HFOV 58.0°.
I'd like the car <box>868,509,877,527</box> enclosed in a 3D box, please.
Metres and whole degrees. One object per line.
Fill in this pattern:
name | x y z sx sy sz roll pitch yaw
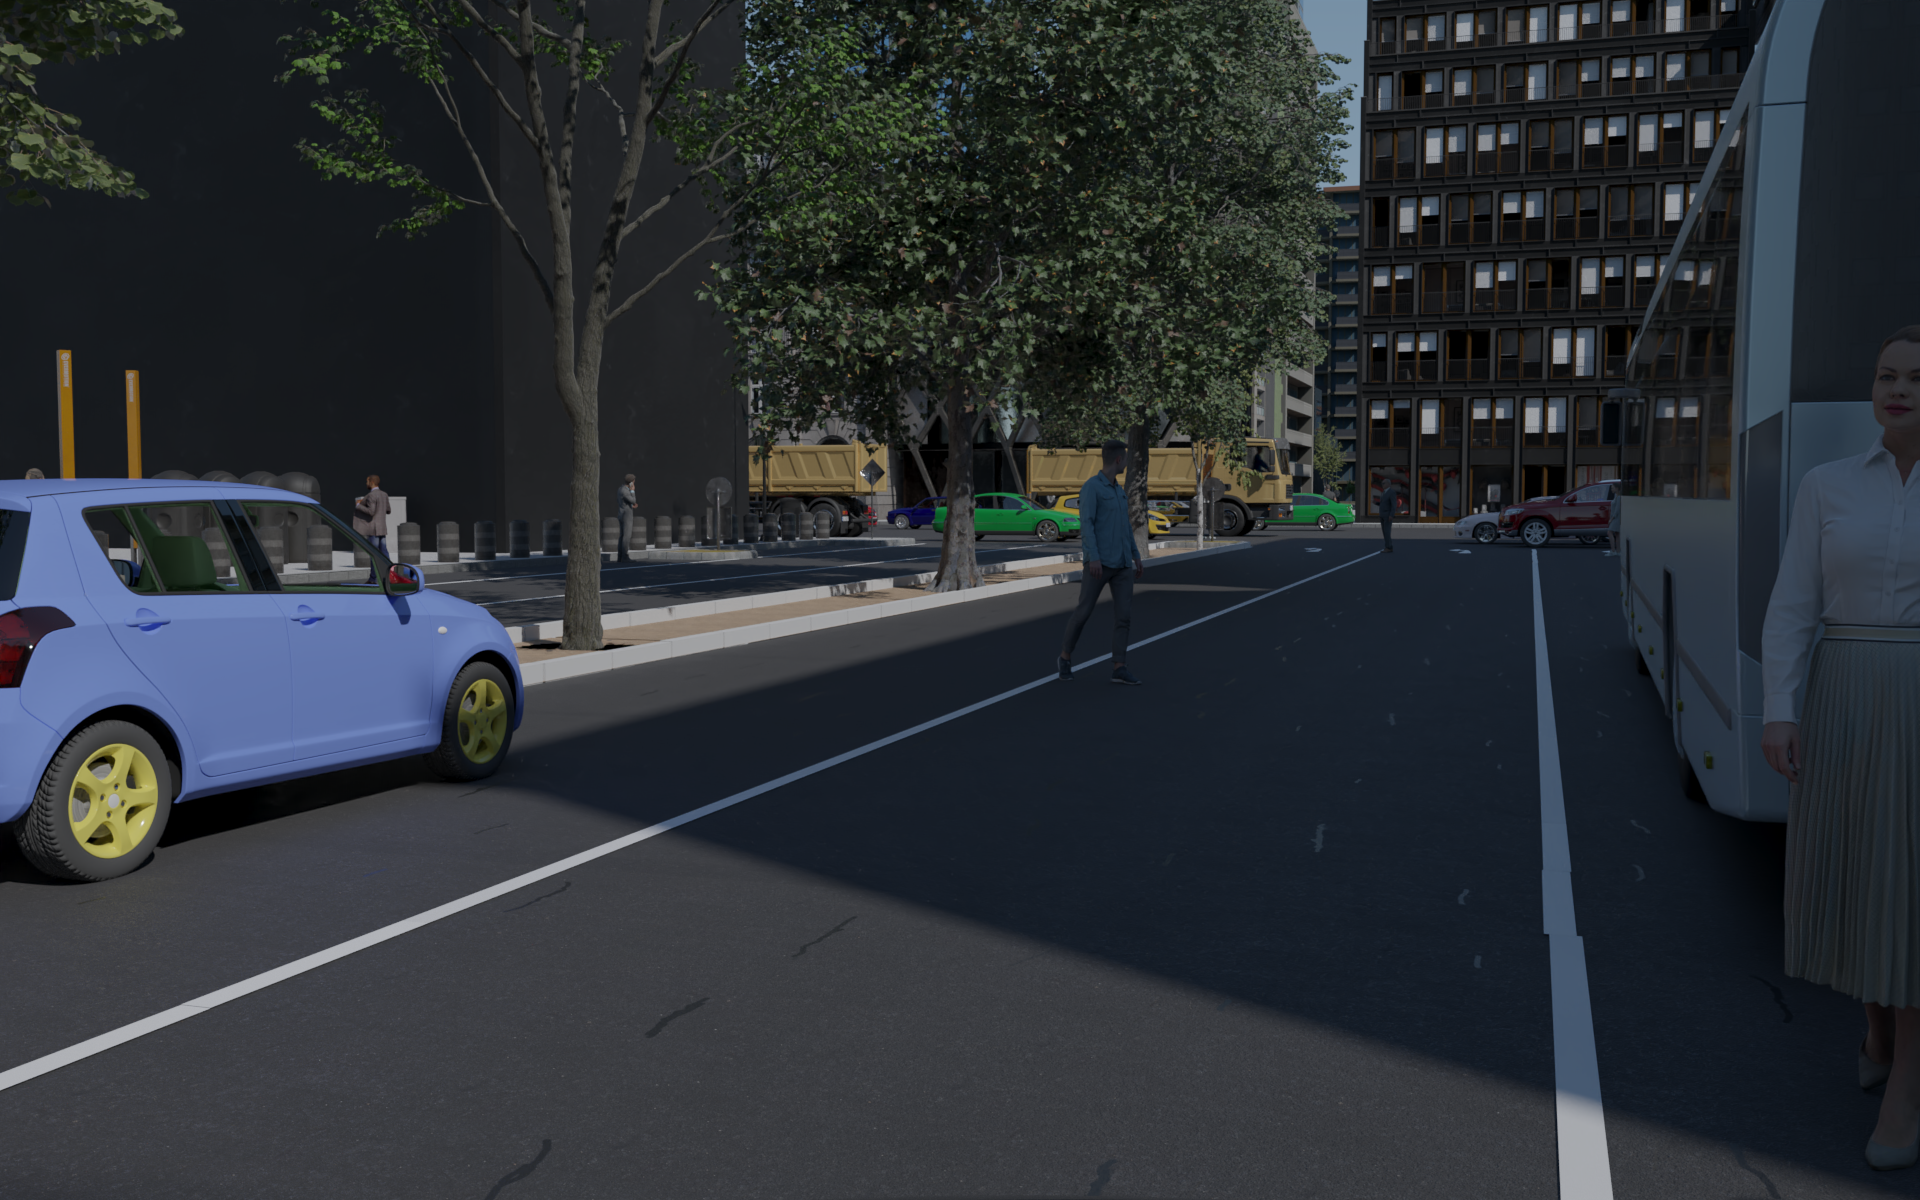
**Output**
car | -5.344 -3.492 66.130 4.494 1.783 2.155 1 4 16

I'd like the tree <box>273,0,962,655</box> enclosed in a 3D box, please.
tree | -3.414 -5.335 15.435 9.928 11.665 9.643 0 3 0

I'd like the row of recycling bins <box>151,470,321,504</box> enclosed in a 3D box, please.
row of recycling bins | -12.941 -1.471 31.156 1.069 1.692 3.534 2 4 25

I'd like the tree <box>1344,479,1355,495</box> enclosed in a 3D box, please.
tree | 45.418 -12.689 202.060 1.663 3.219 1.824 0 3 0

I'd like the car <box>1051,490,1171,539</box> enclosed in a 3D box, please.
car | 4.701 -2.747 55.143 3.980 1.641 2.015 1 4 20

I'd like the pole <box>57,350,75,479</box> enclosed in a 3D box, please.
pole | -12.708 -1.885 24.656 0.158 3.312 0.155 0 3 0

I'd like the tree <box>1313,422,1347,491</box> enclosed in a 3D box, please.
tree | 37.361 -13.851 176.819 4.737 8.622 4.395 0 3 0

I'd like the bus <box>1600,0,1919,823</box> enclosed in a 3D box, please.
bus | 5.620 -0.971 10.728 2.948 3.499 13.247 1 4 19

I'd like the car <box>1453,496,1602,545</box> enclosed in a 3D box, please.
car | 16.670 -2.286 49.743 4.827 1.381 2.083 1 4 19

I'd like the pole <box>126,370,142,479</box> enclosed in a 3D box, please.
pole | -13.656 -2.130 28.670 0.158 3.312 0.155 0 3 0

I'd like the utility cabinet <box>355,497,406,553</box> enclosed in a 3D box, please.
utility cabinet | -12.571 -1.618 37.623 1.020 1.237 0.306 -3 5 -43

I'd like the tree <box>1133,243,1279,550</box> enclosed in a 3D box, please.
tree | 6.030 -5.535 43.311 4.737 8.622 4.395 0 3 0

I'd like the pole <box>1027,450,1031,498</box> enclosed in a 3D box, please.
pole | 3.183 -5.263 79.894 0.158 3.312 0.155 0 3 0

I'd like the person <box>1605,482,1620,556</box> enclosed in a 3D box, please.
person | 15.183 -1.869 40.069 0.522 1.701 0.512 1 4 13

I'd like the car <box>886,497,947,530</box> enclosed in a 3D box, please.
car | -0.973 -3.532 70.334 3.894 1.354 1.945 1 4 19

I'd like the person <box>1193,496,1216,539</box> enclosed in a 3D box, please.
person | 7.910 -2.839 55.637 0.841 1.734 0.376 3 5 40

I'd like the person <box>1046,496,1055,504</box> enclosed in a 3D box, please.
person | 3.734 -3.649 68.428 0.573 1.790 0.520 2 4 26

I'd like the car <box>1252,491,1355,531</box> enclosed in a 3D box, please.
car | 13.096 -3.619 67.969 4.718 1.807 1.959 1 4 17

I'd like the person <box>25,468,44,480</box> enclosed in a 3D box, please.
person | -10.852 -0.683 20.417 0.760 1.731 0.466 2 4 30

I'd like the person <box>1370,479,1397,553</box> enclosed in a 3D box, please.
person | 10.424 -2.074 42.586 0.590 1.801 0.661 -1 4 -18

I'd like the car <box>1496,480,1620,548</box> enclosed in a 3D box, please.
car | 17.217 -2.319 46.596 5.304 1.827 2.281 1 4 17

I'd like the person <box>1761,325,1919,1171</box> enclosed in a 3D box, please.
person | 2.095 0.296 3.889 0.478 1.798 0.641 3 5 39

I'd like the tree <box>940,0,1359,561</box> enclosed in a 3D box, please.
tree | 3.605 -7.722 35.375 9.857 13.997 8.962 0 3 0

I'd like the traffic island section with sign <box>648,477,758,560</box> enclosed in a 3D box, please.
traffic island section with sign | -5.632 -1.842 38.748 1.989 1.847 2.006 1 4 18

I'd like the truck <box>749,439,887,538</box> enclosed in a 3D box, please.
truck | -7.378 -3.749 57.220 9.791 3.379 3.469 1 4 18

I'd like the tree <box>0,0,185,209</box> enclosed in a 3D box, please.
tree | -6.377 -5.293 7.126 7.486 12.596 7.792 0 3 0

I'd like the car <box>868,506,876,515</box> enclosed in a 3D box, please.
car | -6.035 -4.335 79.925 4.494 1.783 2.155 1 4 16

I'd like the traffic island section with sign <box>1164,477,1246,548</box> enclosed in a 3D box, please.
traffic island section with sign | 6.672 -2.346 46.499 2.006 1.907 1.989 1 4 18

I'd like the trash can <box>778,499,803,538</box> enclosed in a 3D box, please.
trash can | -4.968 -2.396 50.823 0.748 1.137 0.748 0 3 0

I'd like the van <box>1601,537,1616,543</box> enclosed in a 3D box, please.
van | 21.148 -2.878 51.442 5.245 2.365 2.240 1 4 18

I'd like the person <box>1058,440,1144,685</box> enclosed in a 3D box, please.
person | 1.093 -0.296 13.209 0.638 1.841 0.748 -3 4 -36

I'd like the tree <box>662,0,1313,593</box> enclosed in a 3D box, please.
tree | 0.022 -6.464 25.146 9.611 12.733 9.660 0 3 0

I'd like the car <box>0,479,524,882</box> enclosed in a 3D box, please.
car | -3.515 0.105 7.871 1.945 1.707 3.694 1 4 18

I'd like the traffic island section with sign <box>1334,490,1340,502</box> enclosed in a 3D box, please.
traffic island section with sign | 35.795 -9.537 164.563 1.989 1.847 2.006 1 4 18

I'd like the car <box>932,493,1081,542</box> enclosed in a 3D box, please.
car | 1.525 -2.668 52.420 4.718 1.807 1.959 1 4 18

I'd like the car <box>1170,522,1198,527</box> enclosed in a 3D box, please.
car | 10.384 -3.969 74.687 4.222 1.686 2.009 1 4 17

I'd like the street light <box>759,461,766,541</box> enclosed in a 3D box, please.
street light | -4.799 -4.538 46.745 1.470 5.913 1.316 1 4 18

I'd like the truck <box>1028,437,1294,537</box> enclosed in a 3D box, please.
truck | 7.345 -3.904 59.749 9.791 3.379 3.469 1 4 19

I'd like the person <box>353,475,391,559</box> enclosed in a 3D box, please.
person | -9.008 -1.054 26.555 0.431 1.722 0.655 1 4 17

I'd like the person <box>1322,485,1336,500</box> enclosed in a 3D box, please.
person | 14.706 -3.698 69.093 0.598 1.807 0.434 1 4 9

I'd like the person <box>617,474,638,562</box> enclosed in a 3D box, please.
person | -6.977 -1.719 36.407 0.447 1.846 0.655 -2 4 -30
